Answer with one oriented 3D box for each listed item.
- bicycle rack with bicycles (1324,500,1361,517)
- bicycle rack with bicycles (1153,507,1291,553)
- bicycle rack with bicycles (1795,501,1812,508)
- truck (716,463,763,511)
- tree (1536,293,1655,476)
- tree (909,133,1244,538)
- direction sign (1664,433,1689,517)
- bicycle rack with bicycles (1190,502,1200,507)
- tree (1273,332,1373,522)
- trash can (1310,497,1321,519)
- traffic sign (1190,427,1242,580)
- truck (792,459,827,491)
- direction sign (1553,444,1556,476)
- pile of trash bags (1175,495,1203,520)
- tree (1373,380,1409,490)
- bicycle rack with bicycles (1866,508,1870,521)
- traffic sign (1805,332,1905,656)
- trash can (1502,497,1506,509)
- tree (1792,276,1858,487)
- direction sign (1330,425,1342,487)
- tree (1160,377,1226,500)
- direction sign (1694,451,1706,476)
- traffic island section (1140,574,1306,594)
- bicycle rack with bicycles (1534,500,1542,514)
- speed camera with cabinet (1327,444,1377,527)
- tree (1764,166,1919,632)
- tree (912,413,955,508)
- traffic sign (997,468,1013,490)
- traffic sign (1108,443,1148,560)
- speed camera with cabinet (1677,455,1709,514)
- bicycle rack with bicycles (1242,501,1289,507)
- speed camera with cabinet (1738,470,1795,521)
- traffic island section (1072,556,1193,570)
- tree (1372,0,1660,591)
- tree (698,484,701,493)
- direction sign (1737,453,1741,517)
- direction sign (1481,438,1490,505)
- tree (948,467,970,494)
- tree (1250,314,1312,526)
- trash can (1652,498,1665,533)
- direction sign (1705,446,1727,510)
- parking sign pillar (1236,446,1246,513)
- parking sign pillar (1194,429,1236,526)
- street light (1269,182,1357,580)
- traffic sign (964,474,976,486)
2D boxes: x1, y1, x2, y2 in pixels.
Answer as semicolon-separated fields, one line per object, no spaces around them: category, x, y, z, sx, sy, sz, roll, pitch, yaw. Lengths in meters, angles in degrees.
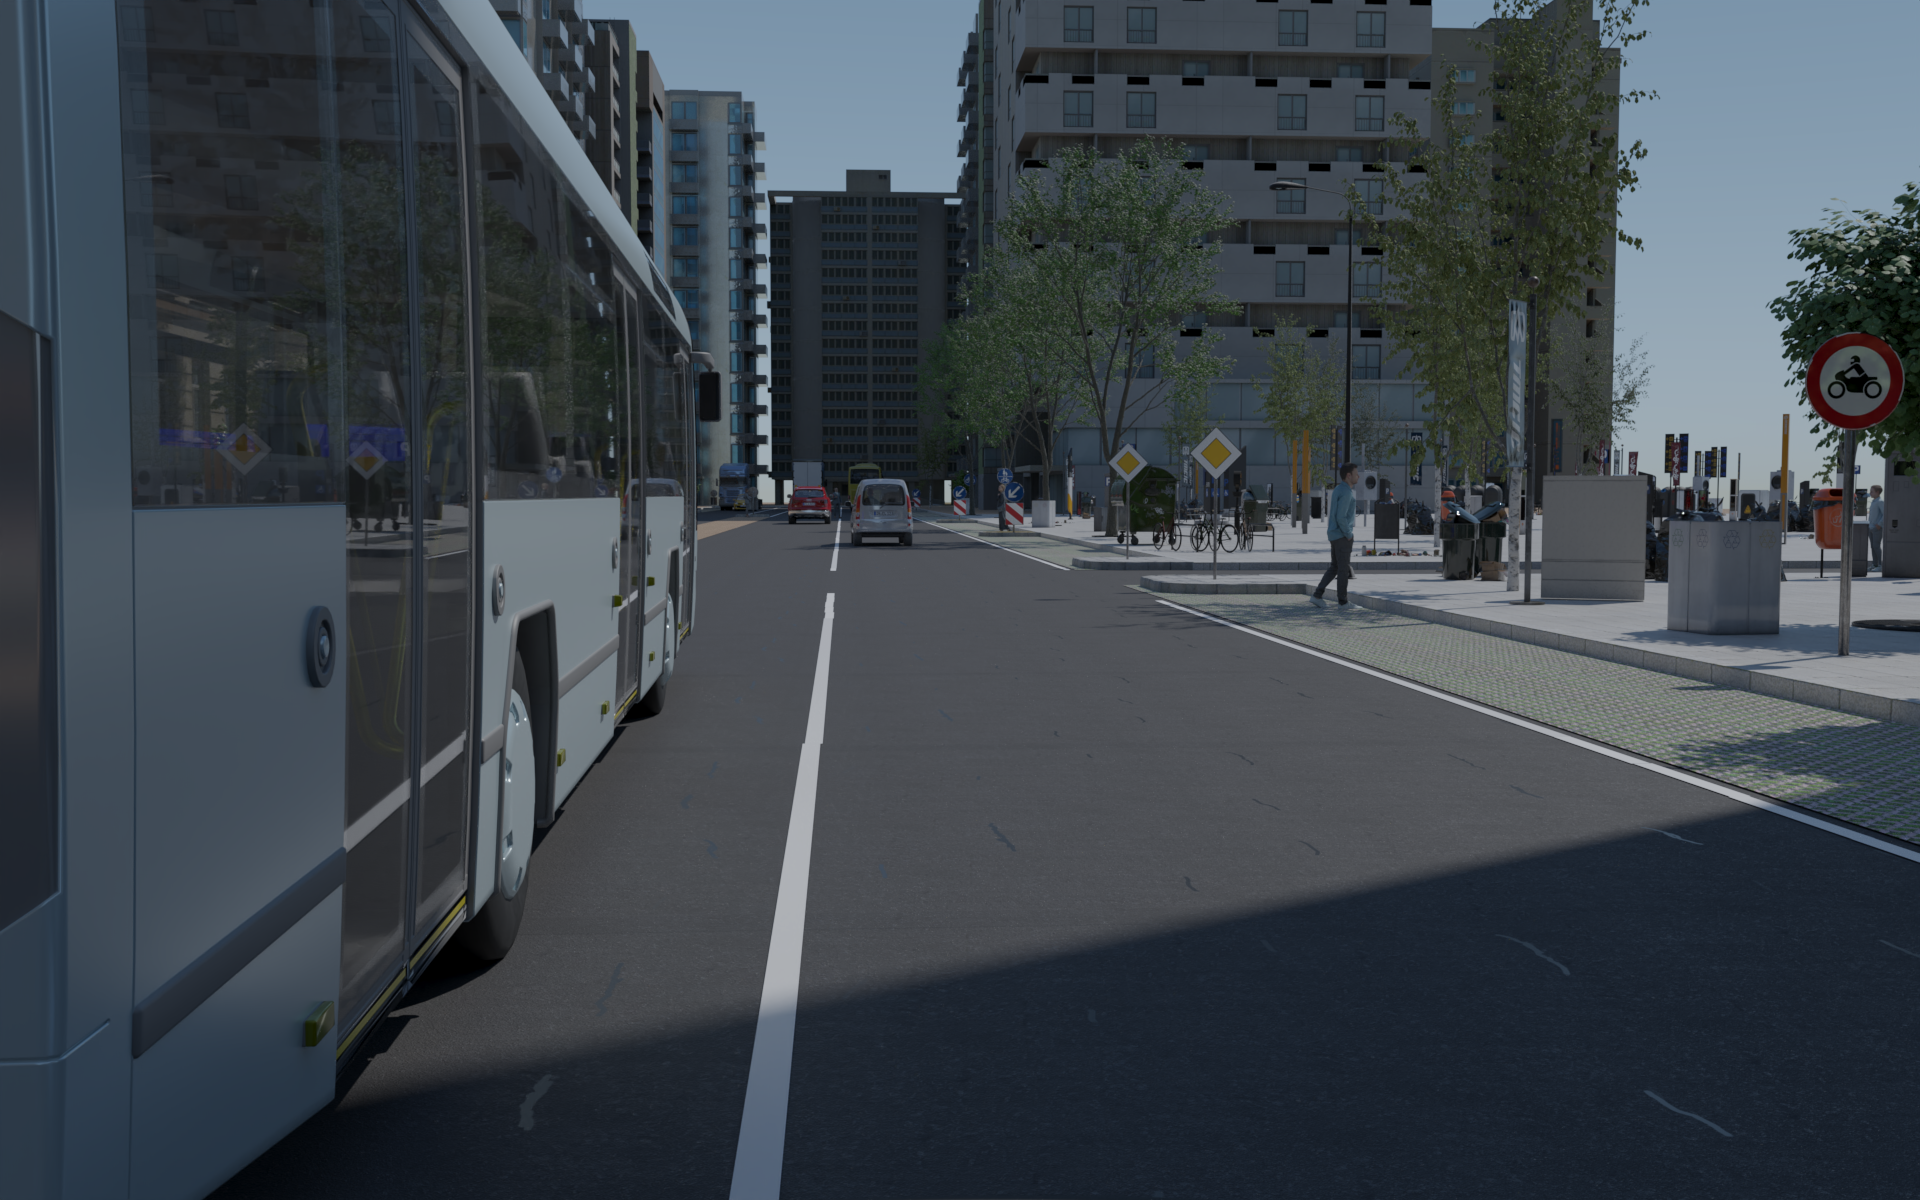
bicycle rack with bicycles;20.670;-5.139;97.404;2.852;0.926;2.925;-3;4;-37
bicycle rack with bicycles;5.807;-1.558;38.855;2.852;0.926;2.925;-1;4;-10
bicycle rack with bicycles;54.454;-5.840;108.863;2.925;0.926;2.852;-2;4;-32
truck;-19.800;-10.224;156.921;2.967;4.110;18.799;0;4;-2
tree;23.206;-6.943;63.884;4.360;8.622;3.978;0;3;0
tree;4.472;-7.672;51.190;9.928;11.665;9.643;0;3;0
direction sign;26.791;-4.454;64.820;0.379;3.537;0.876;-3;5;-44
bicycle rack with bicycles;9.909;-4.027;79.227;2.852;0.926;2.925;3;5;42
tree;16.176;-7.815;78.143;4.360;8.622;3.978;0;3;0
trash can;18.525;-4.784;89.868;0.748;1.137;0.748;0;3;0
traffic sign;3.818;-1.362;25.916;0.795;2.450;0.064;0;4;-4
truck;-12.622;-9.559;145.200;2.839;4.237;11.283;0;4;-3
direction sign;27.185;-5.338;79.266;0.379;3.537;0.876;1;4;13
pile of trash bags;11.458;-4.668;86.079;1.912;1.369;3.447;-3;5;-41
tree;25.599;-9.639;107.957;4.360;8.622;3.978;0;3;0
bicycle rack with bicycles;45.322;-4.332;84.215;2.852;0.926;2.925;2;4;33
traffic sign;7.029;-0.831;13.701;0.768;2.556;0.104;0;4;2
trash can;26.317;-4.465;84.663;0.748;1.137;0.748;0;3;0
tree;28.355;-6.387;54.796;4.737;8.622;4.395;0;3;0
direction sign;12.383;-3.979;57.060;0.379;3.537;0.876;2;4;35
tree;13.767;-9.350;103.239;4.737;8.622;4.395;0;3;0
direction sign;38.810;-6.028;90.552;0.876;3.537;0.379;0;4;-3
traffic island section;3.841;-0.227;25.994;2.009;0.180;2.903;0;4;-4
bicycle rack with bicycles;36.456;-5.826;108.635;2.852;0.926;2.925;-2;4;-31
speed camera with cabinet;15.284;-4.471;67.431;2.038;3.252;0.660;-2;4;-29
tree;9.434;-2.007;16.527;4.285;4.588;4.351;0;3;0
tree;-2.609;-12.595;156.282;4.737;8.622;4.395;0;3;0
traffic sign;2.236;-5.249;85.932;0.768;2.556;0.104;0;4;1
traffic sign;3.280;-1.850;33.883;0.795;2.450;0.064;0;4;-4
speed camera with cabinet;37.306;-5.734;88.094;2.038;3.252;0.660;-3;4;-36
bicycle rack with bicycles;14.201;-4.215;82.292;2.925;0.926;2.852;-1;4;-19
speed camera with cabinet;31.240;-4.452;67.127;0.660;3.252;2.038;-2;4;-29
traffic island section;3.303;-0.714;33.961;2.009;0.180;2.903;0;4;-4
tree;7.290;-4.437;22.901;4.737;8.622;4.395;0;3;0
tree;-27.776;-11.408;181.120;1.663;3.219;1.824;0;3;0
direction sign;42.717;-6.301;95.015;0.379;3.537;0.876;2;4;30
direction sign;21.268;-4.779;70.132;0.379;3.537;0.876;3;4;38
tree;0.191;-8.202;128.707;1.663;3.219;1.824;0;3;0
tree;13.592;-7.324;70.110;4.737;8.622;4.395;0;3;0
trash can;22.768;-2.768;56.916;0.748;1.137;0.748;0;3;0
direction sign;36.152;-5.540;82.582;0.379;3.537;0.876;-2;4;-27
parking sign pillar;15.237;-6.575;95.980;1.447;3.967;1.447;-2;4;-33
parking sign pillar;10.355;-5.059;71.179;1.447;3.967;1.447;0;4;-4
street light;5.294;-3.268;25.965;1.470;5.913;1.316;0;4;-4
traffic sign;0.636;-6.614;108.247;0.768;2.556;0.104;0;4;4
